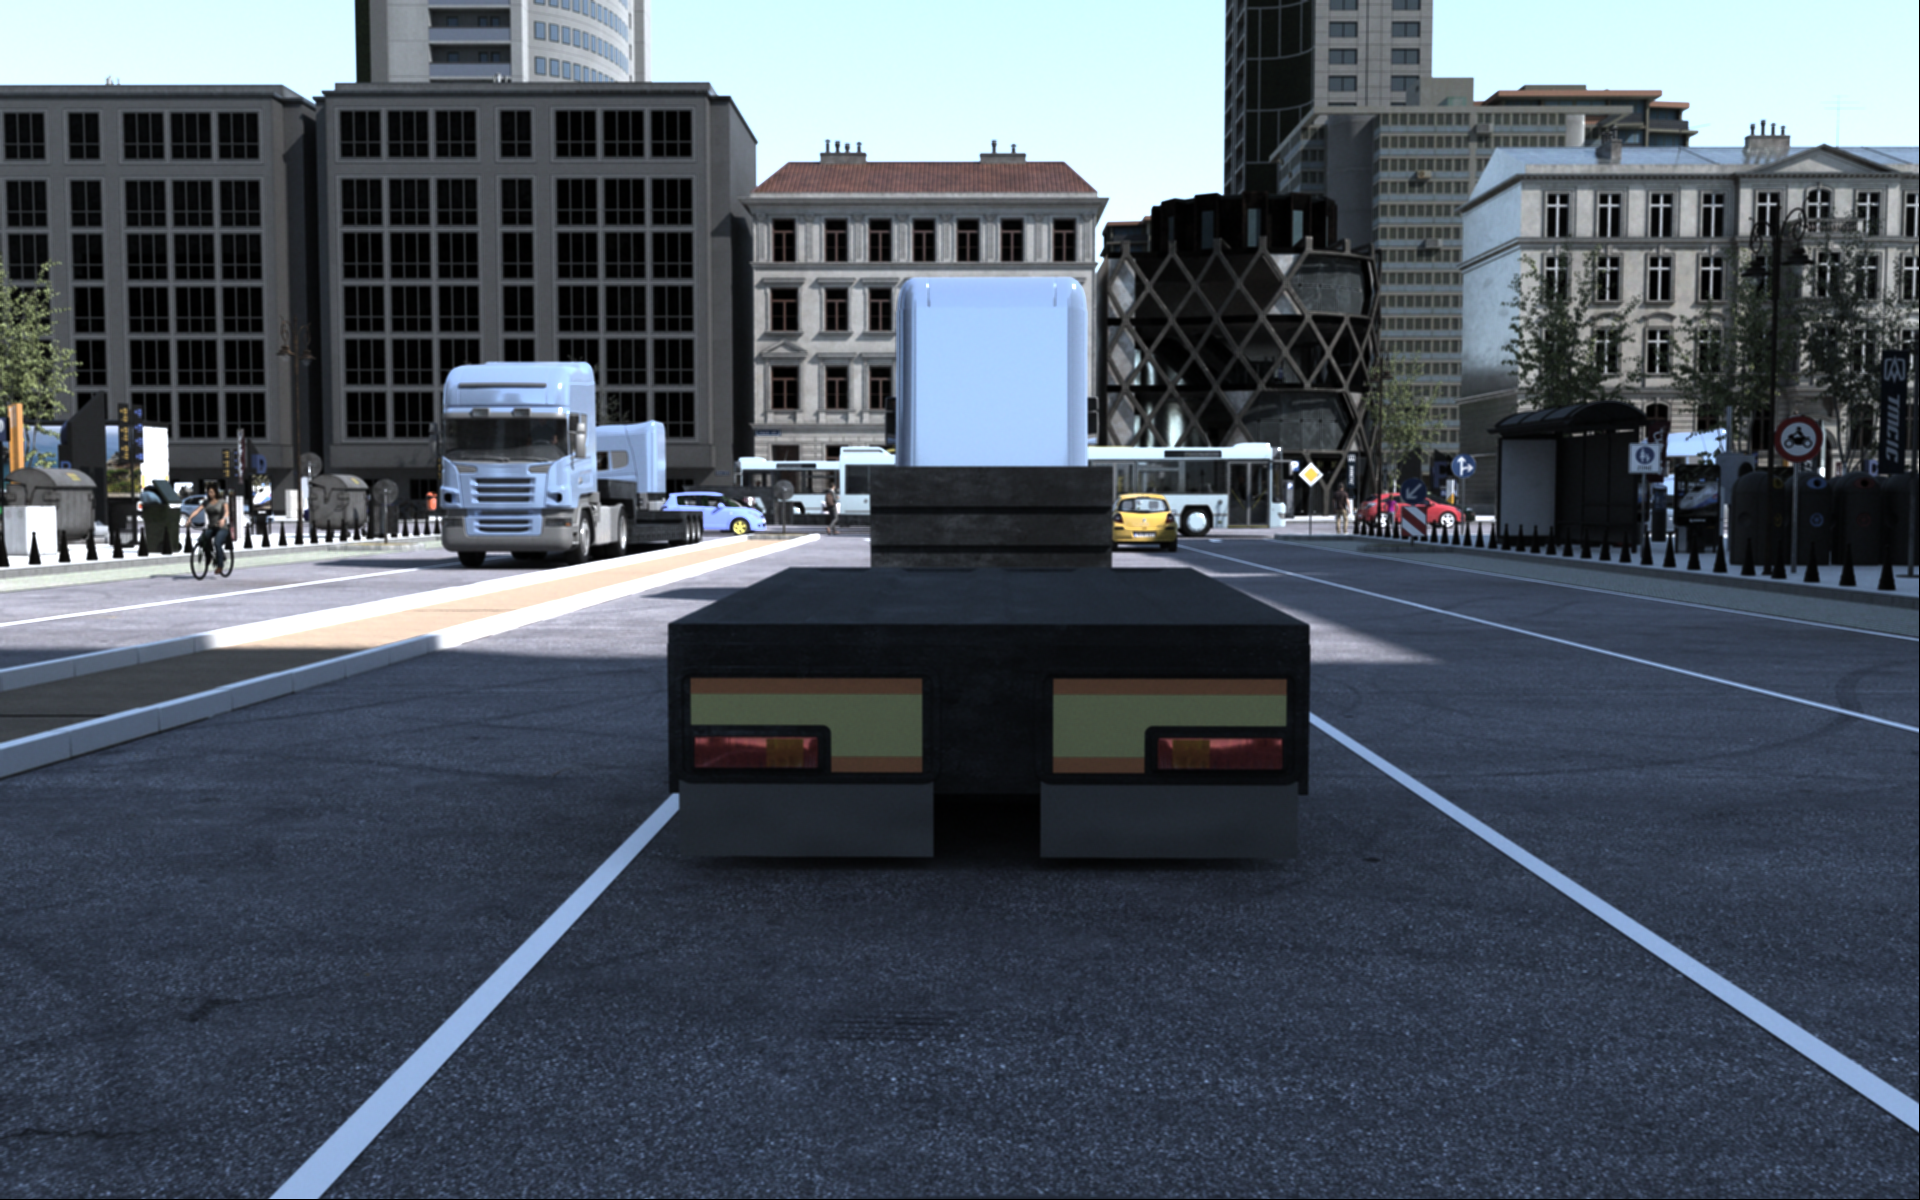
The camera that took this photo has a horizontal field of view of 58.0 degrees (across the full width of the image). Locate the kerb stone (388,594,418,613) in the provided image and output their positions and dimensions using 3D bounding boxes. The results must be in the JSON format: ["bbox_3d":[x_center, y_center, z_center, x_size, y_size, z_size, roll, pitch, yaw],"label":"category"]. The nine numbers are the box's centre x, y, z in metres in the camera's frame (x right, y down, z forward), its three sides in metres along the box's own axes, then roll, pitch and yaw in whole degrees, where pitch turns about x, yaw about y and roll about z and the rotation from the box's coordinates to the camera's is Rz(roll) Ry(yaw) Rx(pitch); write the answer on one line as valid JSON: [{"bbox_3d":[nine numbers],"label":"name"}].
[{"bbox_3d":[-6.893,0.061,21.202,0.120,0.150,1.000,0,4,0],"label":"kerb stone"}]

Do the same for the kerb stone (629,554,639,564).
[{"bbox_3d":[-6.800,-0.820,35.607,0.120,0.150,1.000,0,4,0],"label":"kerb stone"}]

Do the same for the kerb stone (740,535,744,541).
[{"bbox_3d":[-6.699,-1.829,52.094,0.120,0.150,1.000,0,4,0],"label":"kerb stone"}]

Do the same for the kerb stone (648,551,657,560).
[{"bbox_3d":[-6.793,-0.946,37.664,0.120,0.150,1.000,0,4,0],"label":"kerb stone"}]

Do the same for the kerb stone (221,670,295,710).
[{"bbox_3d":[-4.863,0.627,11.947,0.120,0.150,1.000,0,4,0],"label":"kerb stone"}]

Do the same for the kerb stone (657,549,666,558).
[{"bbox_3d":[-6.784,-1.009,38.690,0.120,0.150,1.000,0,4,0],"label":"kerb stone"}]

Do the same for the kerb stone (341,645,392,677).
[{"bbox_3d":[-4.843,0.505,13.999,0.120,0.150,1.000,0,4,0],"label":"kerb stone"}]

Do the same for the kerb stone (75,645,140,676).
[{"bbox_3d":[-6.954,0.501,14.007,0.120,0.150,1.000,0,4,0],"label":"kerb stone"}]

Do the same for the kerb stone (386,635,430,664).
[{"bbox_3d":[-4.837,0.441,15.026,0.120,0.150,1.000,0,4,0],"label":"kerb stone"}]

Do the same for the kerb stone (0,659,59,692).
[{"bbox_3d":[-6.958,0.564,12.979,0.120,0.150,1.000,0,4,0],"label":"kerb stone"}]

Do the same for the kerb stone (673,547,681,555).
[{"bbox_3d":[-6.781,-1.135,40.754,0.120,0.150,1.000,0,4,0],"label":"kerb stone"}]

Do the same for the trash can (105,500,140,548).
[{"bbox_3d":[-19.889,-1.805,41.167,0.748,1.137,0.748,0,3,0],"label":"trash can"}]

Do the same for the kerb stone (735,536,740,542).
[{"bbox_3d":[-6.703,-1.766,51.065,0.120,0.150,1.000,0,4,0],"label":"kerb stone"}]

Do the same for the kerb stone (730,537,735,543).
[{"bbox_3d":[-6.714,-1.697,50.036,0.120,0.150,1.000,0,4,0],"label":"kerb stone"}]

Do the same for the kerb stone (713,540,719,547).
[{"bbox_3d":[-6.729,-1.509,46.935,0.120,0.150,1.000,0,4,0],"label":"kerb stone"}]

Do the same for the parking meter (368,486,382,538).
[{"bbox_3d":[-17.142,-2.592,50.787,0.372,1.533,0.369,0,3,0],"label":"parking meter"}]

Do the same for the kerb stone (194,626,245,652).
[{"bbox_3d":[-6.932,0.375,16.067,0.120,0.150,1.000,0,4,0],"label":"kerb stone"}]

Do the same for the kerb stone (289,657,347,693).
[{"bbox_3d":[-4.850,0.567,12.973,0.120,0.150,1.000,0,4,0],"label":"kerb stone"}]

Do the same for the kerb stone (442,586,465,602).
[{"bbox_3d":[-6.889,-0.065,23.262,0.120,0.150,1.000,0,4,0],"label":"kerb stone"}]

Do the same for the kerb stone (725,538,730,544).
[{"bbox_3d":[-6.719,-1.631,49.001,0.120,0.150,1.000,0,4,0],"label":"kerb stone"}]

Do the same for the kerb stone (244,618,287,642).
[{"bbox_3d":[-6.929,0.313,17.096,0.120,0.150,1.000,0,4,0],"label":"kerb stone"}]

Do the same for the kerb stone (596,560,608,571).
[{"bbox_3d":[-6.824,-0.631,32.511,0.120,0.150,1.000,0,4,0],"label":"kerb stone"}]

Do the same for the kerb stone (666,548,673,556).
[{"bbox_3d":[-6.777,-1.072,39.721,0.120,0.150,1.000,0,4,0],"label":"kerb stone"}]

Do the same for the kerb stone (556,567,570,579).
[{"bbox_3d":[-6.845,-0.442,29.428,0.120,0.150,1.000,0,4,0],"label":"kerb stone"}]

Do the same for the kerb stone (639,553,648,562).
[{"bbox_3d":[-6.800,-0.882,36.638,0.120,0.150,1.000,0,4,0],"label":"kerb stone"}]

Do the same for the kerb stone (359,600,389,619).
[{"bbox_3d":[-6.909,0.129,20.176,0.120,0.150,1.000,0,4,0],"label":"kerb stone"}]

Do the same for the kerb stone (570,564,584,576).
[{"bbox_3d":[-6.834,-0.505,30.454,0.120,0.150,1.000,0,4,0],"label":"kerb stone"}]

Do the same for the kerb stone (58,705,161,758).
[{"bbox_3d":[-4.874,0.752,9.895,0.120,0.150,1.000,0,4,0],"label":"kerb stone"}]

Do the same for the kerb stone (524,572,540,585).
[{"bbox_3d":[-6.857,-0.317,27.375,0.120,0.150,1.000,0,4,0],"label":"kerb stone"}]

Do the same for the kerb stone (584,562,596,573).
[{"bbox_3d":[-6.833,-0.568,31.481,0.120,0.150,1.000,0,4,0],"label":"kerb stone"}]

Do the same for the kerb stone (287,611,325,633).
[{"bbox_3d":[-6.921,0.249,18.124,0.120,0.150,1.000,0,4,0],"label":"kerb stone"}]

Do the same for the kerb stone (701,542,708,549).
[{"bbox_3d":[-6.744,-1.380,44.883,0.120,0.150,1.000,0,4,0],"label":"kerb stone"}]

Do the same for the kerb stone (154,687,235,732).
[{"bbox_3d":[-4.865,0.694,10.921,0.120,0.150,1.000,0,4,0],"label":"kerb stone"}]

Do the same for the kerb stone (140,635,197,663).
[{"bbox_3d":[-6.936,0.440,15.039,0.120,0.150,1.000,0,4,0],"label":"kerb stone"}]

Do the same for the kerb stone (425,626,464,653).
[{"bbox_3d":[-4.830,0.377,16.053,0.120,0.150,1.000,0,4,0],"label":"kerb stone"}]

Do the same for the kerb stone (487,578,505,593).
[{"bbox_3d":[-6.882,-0.190,25.315,0.120,0.150,1.000,0,4,0],"label":"kerb stone"}]

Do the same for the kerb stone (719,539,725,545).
[{"bbox_3d":[-6.720,-1.577,47.974,0.120,0.150,1.000,0,4,0],"label":"kerb stone"}]

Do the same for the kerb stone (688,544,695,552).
[{"bbox_3d":[-6.760,-1.262,42.823,0.120,0.150,1.000,0,4,0],"label":"kerb stone"}]

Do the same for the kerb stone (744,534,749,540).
[{"bbox_3d":[-6.689,-1.891,53.120,0.120,0.150,1.000,0,4,0],"label":"kerb stone"}]

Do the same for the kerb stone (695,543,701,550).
[{"bbox_3d":[-6.751,-1.315,43.850,0.120,0.150,1.000,0,4,0],"label":"kerb stone"}]

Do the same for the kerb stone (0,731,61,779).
[{"bbox_3d":[-4.878,0.815,8.868,0.120,0.150,1.000,0,4,0],"label":"kerb stone"}]

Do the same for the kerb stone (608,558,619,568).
[{"bbox_3d":[-6.822,-0.694,33.547,0.120,0.150,1.000,0,4,0],"label":"kerb stone"}]

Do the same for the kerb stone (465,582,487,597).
[{"bbox_3d":[-6.873,-0.119,24.289,0.120,0.150,1.000,0,4,0],"label":"kerb stone"}]

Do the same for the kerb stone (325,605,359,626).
[{"bbox_3d":[-6.914,0.186,19.150,0.120,0.150,1.000,0,4,0],"label":"kerb stone"}]

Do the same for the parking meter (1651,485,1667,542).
[{"bbox_3d":[18.854,-2.342,46.695,0.372,1.533,0.369,0,3,0],"label":"parking meter"}]

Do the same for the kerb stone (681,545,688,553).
[{"bbox_3d":[-6.759,-1.198,41.783,0.120,0.150,1.000,0,4,0],"label":"kerb stone"}]

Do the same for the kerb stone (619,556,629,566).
[{"bbox_3d":[-6.812,-0.757,34.575,0.120,0.150,1.000,0,4,0],"label":"kerb stone"}]

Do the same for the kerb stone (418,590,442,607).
[{"bbox_3d":[-6.891,-0.002,22.228,0.120,0.150,1.000,0,4,0],"label":"kerb stone"}]

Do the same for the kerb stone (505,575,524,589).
[{"bbox_3d":[-6.861,-0.254,26.348,0.120,0.150,1.000,0,4,0],"label":"kerb stone"}]

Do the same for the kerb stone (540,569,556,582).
[{"bbox_3d":[-6.848,-0.380,28.402,0.120,0.150,1.000,0,4,0],"label":"kerb stone"}]

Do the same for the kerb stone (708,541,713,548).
[{"bbox_3d":[-6.739,-1.450,45.909,0.120,0.150,1.000,0,4,0],"label":"kerb stone"}]
